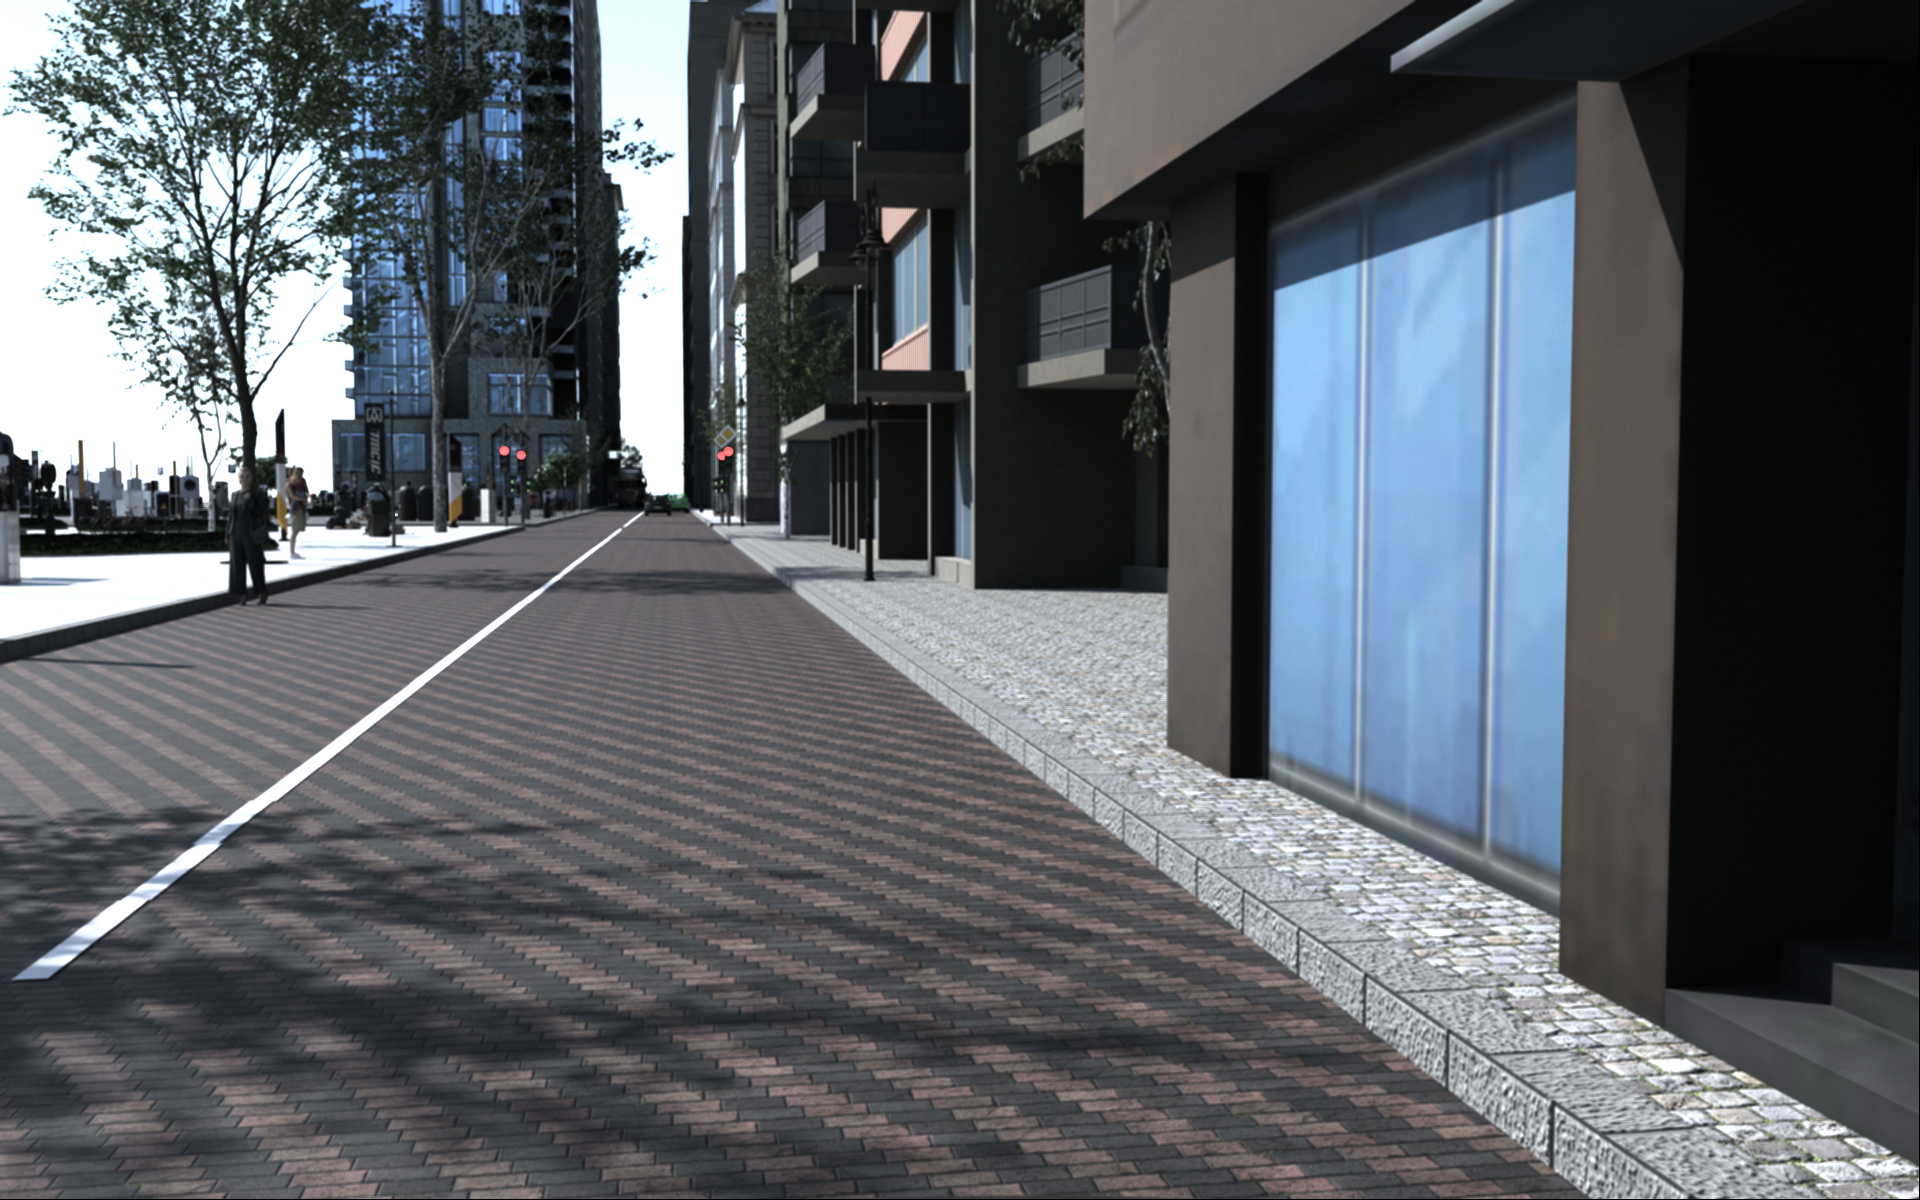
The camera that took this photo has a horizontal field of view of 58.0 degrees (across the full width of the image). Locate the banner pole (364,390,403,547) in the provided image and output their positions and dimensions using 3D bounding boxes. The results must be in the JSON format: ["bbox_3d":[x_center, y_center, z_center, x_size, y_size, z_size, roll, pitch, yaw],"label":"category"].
[{"bbox_3d":[-13.968,-3.173,41.889,0.863,3.779,0.401,-1,4,-10],"label":"banner pole"}]

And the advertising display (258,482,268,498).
[{"bbox_3d":[-46.346,-6.701,114.775,0.974,1.923,0.123,-3,5,-41],"label":"advertising display"}]

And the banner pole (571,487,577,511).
[{"bbox_3d":[-28.937,-8.536,129.578,0.401,3.779,0.863,2,4,24],"label":"banner pole"}]

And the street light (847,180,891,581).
[{"bbox_3d":[-1.340,-3.220,25.428,0.468,5.910,1.993,-1,4,-10],"label":"street light"}]

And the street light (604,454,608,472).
[{"bbox_3d":[-39.919,-13.632,195.663,0.468,5.910,1.993,-1,4,-10],"label":"street light"}]

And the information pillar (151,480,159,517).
[{"bbox_3d":[-42.250,-5.286,90.917,0.304,2.012,0.304,0,4,-3],"label":"information pillar"}]

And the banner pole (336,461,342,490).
[{"bbox_3d":[-47.284,-8.686,132.029,0.401,3.779,0.863,1,4,20],"label":"banner pole"}]

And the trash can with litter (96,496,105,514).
[{"bbox_3d":[-64.081,-7.298,130.384,2.233,1.210,1.678,2,4,34],"label":"trash can with litter"}]

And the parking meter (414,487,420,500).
[{"bbox_3d":[-42.712,-7.986,136.276,0.399,1.863,0.255,3,4,36],"label":"parking meter"}]

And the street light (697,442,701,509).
[{"bbox_3d":[-22.751,-10.917,151.276,0.468,5.910,1.993,-1,4,-10],"label":"street light"}]

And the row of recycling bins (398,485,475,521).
[{"bbox_3d":[-25.190,-4.666,83.404,3.534,1.692,1.069,-1,4,-21],"label":"row of recycling bins"}]

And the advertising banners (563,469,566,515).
[{"bbox_3d":[-24.219,-6.717,106.013,0.090,3.025,2.074,-1,4,-16],"label":"advertising banners"}]

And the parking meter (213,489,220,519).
[{"bbox_3d":[-28.692,-3.560,66.620,0.372,1.533,0.369,0,3,0],"label":"parking meter"}]

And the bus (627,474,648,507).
[{"bbox_3d":[-36.778,-12.511,196.098,2.896,3.916,12.252,-1,4,-9],"label":"bus"}]

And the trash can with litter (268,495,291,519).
[{"bbox_3d":[-35.723,-4.913,91.390,1.678,1.210,2.233,0,4,6],"label":"trash can with litter"}]

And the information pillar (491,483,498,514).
[{"bbox_3d":[-29.613,-6.464,110.183,0.304,2.012,0.304,0,4,-3],"label":"information pillar"}]

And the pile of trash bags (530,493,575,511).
[{"bbox_3d":[-30.984,-7.427,131.178,3.447,1.369,1.912,-2,4,-30],"label":"pile of trash bags"}]

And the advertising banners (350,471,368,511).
[{"bbox_3d":[-44.479,-8.151,129.449,2.074,3.025,0.090,-1,4,-19],"label":"advertising banners"}]

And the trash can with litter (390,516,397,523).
[{"bbox_3d":[-25.664,-4.019,77.104,0.624,1.170,1.055,2,4,32],"label":"trash can with litter"}]

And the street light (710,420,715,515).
[{"bbox_3d":[-15.364,-8.275,108.084,0.468,5.910,1.993,-1,4,-10],"label":"street light"}]

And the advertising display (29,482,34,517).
[{"bbox_3d":[-50.552,-5.447,94.270,0.123,1.923,0.974,-2,4,-33],"label":"advertising display"}]

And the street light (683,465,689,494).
[{"bbox_3d":[-41.993,-17.875,265.042,0.468,5.910,1.993,-1,4,-10],"label":"street light"}]

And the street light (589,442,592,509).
[{"bbox_3d":[-32.573,-10.992,152.506,0.468,5.910,1.993,-1,4,-10],"label":"street light"}]

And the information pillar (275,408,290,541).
[{"bbox_3d":[-18.393,-3.400,46.939,0.183,3.616,0.504,0,4,1],"label":"information pillar"}]

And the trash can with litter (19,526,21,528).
[{"bbox_3d":[-33.213,-2.982,60.139,0.624,1.170,1.055,1,4,21],"label":"trash can with litter"}]

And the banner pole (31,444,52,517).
[{"bbox_3d":[-46.301,-5.933,87.018,0.401,3.779,0.863,1,4,20],"label":"banner pole"}]

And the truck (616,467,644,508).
[{"bbox_3d":[-34.701,-11.828,182.294,2.839,4.237,11.283,-1,4,-10],"label":"truck"}]

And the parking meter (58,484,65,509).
[{"bbox_3d":[-53.054,-5.907,102.288,0.399,1.863,0.255,3,5,40],"label":"parking meter"}]

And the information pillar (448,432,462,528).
[{"bbox_3d":[-19.200,-4.556,65.841,0.504,3.616,0.183,-3,4,-37],"label":"information pillar"}]

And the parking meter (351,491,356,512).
[{"bbox_3d":[-43.326,-7.052,123.715,0.372,1.533,0.369,0,3,0],"label":"parking meter"}]

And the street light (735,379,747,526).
[{"bbox_3d":[-8.669,-5.869,68.753,0.468,5.910,1.993,-1,4,-10],"label":"street light"}]

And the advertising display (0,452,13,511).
[{"bbox_3d":[-14.725,-1.294,26.377,0.123,1.923,0.974,0,4,-2],"label":"advertising display"}]

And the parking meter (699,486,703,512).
[{"bbox_3d":[-18.059,-7.047,120.934,0.255,1.863,0.399,0,4,-6],"label":"parking meter"}]

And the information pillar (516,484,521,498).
[{"bbox_3d":[-31.824,-7.367,124.946,0.304,2.012,0.304,-1,4,-9],"label":"information pillar"}]

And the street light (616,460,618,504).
[{"bbox_3d":[-46.380,-15.972,233.928,0.468,5.910,1.993,-1,4,-10],"label":"street light"}]

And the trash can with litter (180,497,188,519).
[{"bbox_3d":[-33.254,-3.811,73.690,0.624,1.170,1.055,-1,4,-15],"label":"trash can with litter"}]

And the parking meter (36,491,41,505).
[{"bbox_3d":[-72.066,-7.773,135.498,0.372,1.533,0.369,0,3,0],"label":"parking meter"}]

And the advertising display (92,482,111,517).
[{"bbox_3d":[-46.740,-5.450,94.317,0.123,1.923,0.974,2,4,34],"label":"advertising display"}]

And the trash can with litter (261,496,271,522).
[{"bbox_3d":[-32.138,-4.193,79.940,0.624,1.170,1.055,-1,4,-12],"label":"trash can with litter"}]

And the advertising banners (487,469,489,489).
[{"bbox_3d":[-33.630,-7.824,124.102,0.090,3.025,2.074,0,4,-3],"label":"advertising banners"}]

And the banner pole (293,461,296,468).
[{"bbox_3d":[-49.748,-8.534,129.544,0.401,3.779,0.863,0,4,-2],"label":"banner pole"}]

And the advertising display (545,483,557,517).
[{"bbox_3d":[-23.157,-5.682,98.112,0.123,1.923,0.974,1,4,20],"label":"advertising display"}]

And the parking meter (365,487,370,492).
[{"bbox_3d":[-47.833,-8.208,139.904,0.399,1.863,0.255,-1,4,-21],"label":"parking meter"}]

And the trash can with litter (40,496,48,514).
[{"bbox_3d":[-43.003,-4.253,80.586,1.678,1.210,2.233,2,4,33],"label":"trash can with litter"}]

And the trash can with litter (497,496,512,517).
[{"bbox_3d":[-25.577,-5.244,97.119,1.055,1.170,0.624,3,5,41],"label":"trash can with litter"}]

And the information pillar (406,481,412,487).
[{"bbox_3d":[-30.832,-5.656,96.961,0.304,2.012,0.304,-1,4,-17],"label":"information pillar"}]

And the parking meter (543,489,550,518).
[{"bbox_3d":[-22.031,-5.130,92.281,0.372,1.533,0.369,0,3,0],"label":"parking meter"}]

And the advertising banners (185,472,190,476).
[{"bbox_3d":[-61.693,-8.627,137.245,2.074,3.025,0.090,2,4,28],"label":"advertising banners"}]
